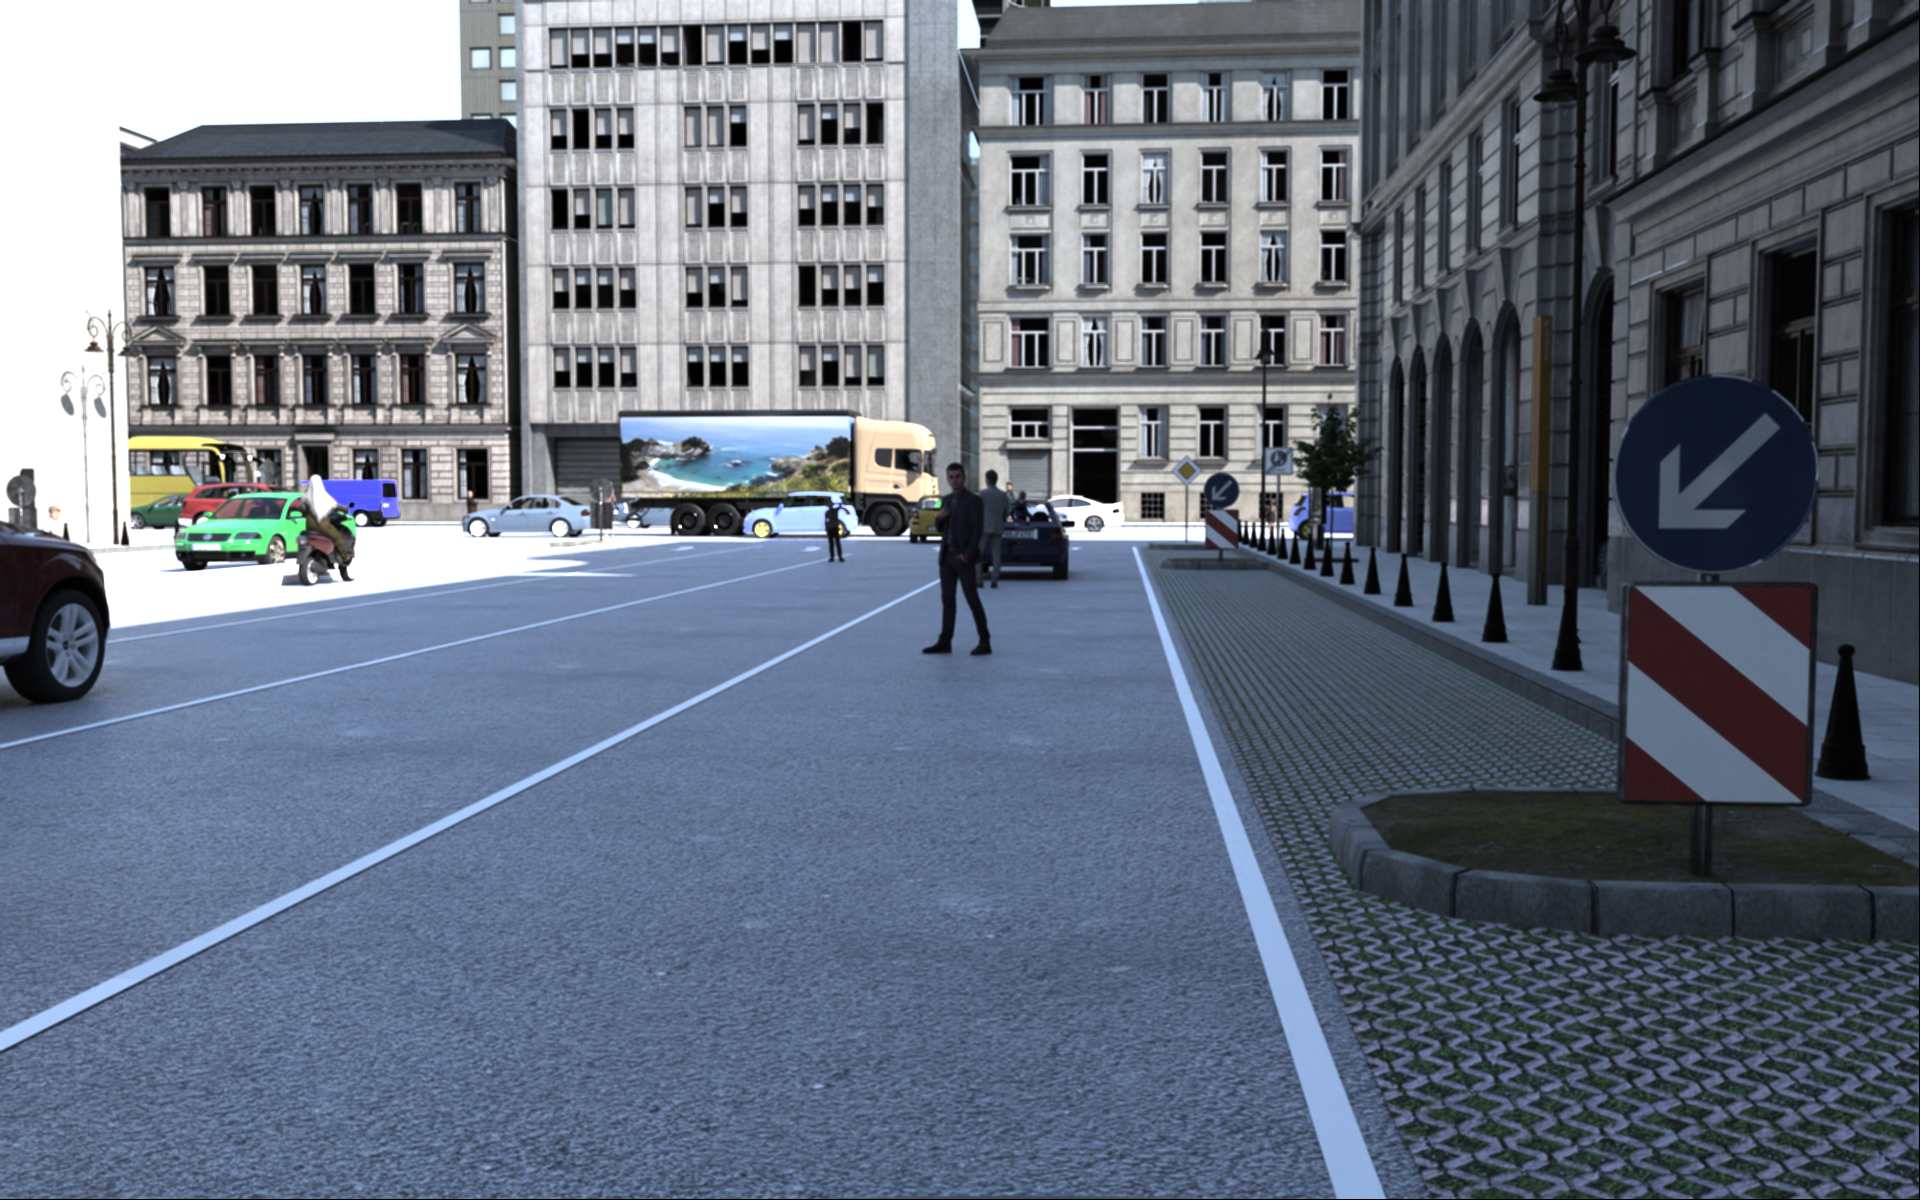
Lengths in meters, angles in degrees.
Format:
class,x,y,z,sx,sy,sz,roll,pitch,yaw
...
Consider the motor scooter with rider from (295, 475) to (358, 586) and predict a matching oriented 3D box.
class,x,y,z,sx,sy,sz,roll,pitch,yaw
motor scooter with rider,-10.062,-1.139,27.594,0.876,1.779,1.986,0,4,5

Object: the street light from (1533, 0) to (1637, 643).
class,x,y,z,sx,sy,sz,roll,pitch,yaw
street light,5.271,-2.569,14.789,0.468,5.910,1.993,0,4,5

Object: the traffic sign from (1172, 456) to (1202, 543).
class,x,y,z,sx,sy,sz,roll,pitch,yaw
traffic sign,5.923,-2.546,45.268,0.795,2.450,0.064,0,4,5

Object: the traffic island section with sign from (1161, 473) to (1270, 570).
class,x,y,z,sx,sy,sz,roll,pitch,yaw
traffic island section with sign,4.883,-1.513,33.363,1.989,1.847,2.006,0,4,5

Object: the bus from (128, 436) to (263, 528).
class,x,y,z,sx,sy,sz,roll,pitch,yaw
bus,-36.436,-5.070,74.443,12.252,3.916,2.896,0,4,3

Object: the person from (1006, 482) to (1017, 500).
class,x,y,z,sx,sy,sz,roll,pitch,yaw
person,1.639,-2.928,56.360,0.713,1.824,0.794,-1,4,-19

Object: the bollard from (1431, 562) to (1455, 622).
class,x,y,z,sx,sy,sz,roll,pitch,yaw
bollard,4.875,-0.087,17.456,0.229,0.601,0.229,0,3,0

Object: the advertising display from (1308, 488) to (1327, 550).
class,x,y,z,sx,sy,sz,roll,pitch,yaw
advertising display,8.233,-2.121,39.886,0.123,1.923,0.974,0,4,-6

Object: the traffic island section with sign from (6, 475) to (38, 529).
class,x,y,z,sx,sy,sz,roll,pitch,yaw
traffic island section with sign,-19.722,-1.658,35.735,1.989,1.847,2.006,0,4,5

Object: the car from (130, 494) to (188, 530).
class,x,y,z,sx,sy,sz,roll,pitch,yaw
car,-31.627,-3.583,70.375,4.920,1.459,2.131,0,4,5

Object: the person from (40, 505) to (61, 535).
class,x,y,z,sx,sy,sz,roll,pitch,yaw
person,-14.424,-0.874,27.471,0.352,1.250,0.332,-1,4,-16

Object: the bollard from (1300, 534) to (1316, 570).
class,x,y,z,sx,sy,sz,roll,pitch,yaw
bollard,5.951,-0.820,29.456,0.229,0.601,0.229,0,3,0

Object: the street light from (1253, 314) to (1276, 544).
class,x,y,z,sx,sy,sz,roll,pitch,yaw
street light,7.823,-4.391,44.584,0.468,5.910,1.993,0,4,5

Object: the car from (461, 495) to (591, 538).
class,x,y,z,sx,sy,sz,roll,pitch,yaw
car,-14.329,-2.797,57.733,4.499,1.417,2.014,0,4,3

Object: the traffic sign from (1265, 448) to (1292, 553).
class,x,y,z,sx,sy,sz,roll,pitch,yaw
traffic sign,6.969,-2.189,37.917,0.606,2.300,0.079,1,4,11

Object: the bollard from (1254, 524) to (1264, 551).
class,x,y,z,sx,sy,sz,roll,pitch,yaw
bollard,6.811,-1.407,39.046,0.229,0.601,0.229,0,3,0

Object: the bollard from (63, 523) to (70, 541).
class,x,y,z,sx,sy,sz,roll,pitch,yaw
bollard,-21.035,-1.511,40.751,0.229,0.601,0.229,0,3,0

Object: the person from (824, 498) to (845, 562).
class,x,y,z,sx,sy,sz,roll,pitch,yaw
person,-2.668,-1.491,36.785,0.435,1.345,0.340,0,4,-5

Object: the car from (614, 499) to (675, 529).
class,x,y,z,sx,sy,sz,roll,pitch,yaw
car,-12.183,-3.697,72.441,4.499,1.417,2.014,0,4,6

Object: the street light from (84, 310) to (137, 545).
class,x,y,z,sx,sy,sz,roll,pitch,yaw
street light,-21.322,-4.331,43.592,0.468,5.910,1.993,0,4,5

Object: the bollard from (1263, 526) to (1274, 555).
class,x,y,z,sx,sy,sz,roll,pitch,yaw
bollard,6.599,-1.260,36.645,0.229,0.601,0.229,0,3,0

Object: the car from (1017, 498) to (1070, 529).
class,x,y,z,sx,sy,sz,roll,pitch,yaw
car,1.732,-3.095,62.608,4.499,1.417,2.014,0,4,6

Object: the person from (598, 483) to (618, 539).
class,x,y,z,sx,sy,sz,roll,pitch,yaw
person,-11.195,-2.849,55.060,0.573,1.828,0.580,1,4,9

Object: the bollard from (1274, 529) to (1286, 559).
class,x,y,z,sx,sy,sz,roll,pitch,yaw
bollard,6.382,-1.113,34.245,0.229,0.601,0.229,0,3,0

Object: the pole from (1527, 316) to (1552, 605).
class,x,y,z,sx,sy,sz,roll,pitch,yaw
pole,6.687,-1.598,19.966,0.158,3.312,0.155,0,3,0

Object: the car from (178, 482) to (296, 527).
class,x,y,z,sx,sy,sz,roll,pitch,yaw
car,-23.059,-2.977,57.346,5.304,1.827,2.281,0,4,5

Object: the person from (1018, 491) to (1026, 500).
class,x,y,z,sx,sy,sz,roll,pitch,yaw
person,1.476,-1.742,39.683,0.600,1.496,0.574,-1,4,-9

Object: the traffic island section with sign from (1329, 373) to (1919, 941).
class,x,y,z,sx,sy,sz,roll,pitch,yaw
traffic island section with sign,2.460,0.129,6.517,1.989,1.847,2.006,0,4,5

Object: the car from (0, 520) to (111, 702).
class,x,y,z,sx,sy,sz,roll,pitch,yaw
car,-7.317,-0.109,10.449,2.281,1.827,5.304,0,4,7

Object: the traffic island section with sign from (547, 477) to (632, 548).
class,x,y,z,sx,sy,sz,roll,pitch,yaw
traffic island section with sign,-9.922,-2.377,47.005,2.006,1.907,1.989,0,4,5

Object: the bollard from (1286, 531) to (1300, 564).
class,x,y,z,sx,sy,sz,roll,pitch,yaw
bollard,6.164,-0.967,31.850,0.229,0.601,0.229,0,3,0

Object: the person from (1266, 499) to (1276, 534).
class,x,y,z,sx,sy,sz,roll,pitch,yaw
person,11.229,-3.020,62.549,0.362,1.253,0.373,1,4,15

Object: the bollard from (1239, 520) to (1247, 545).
class,x,y,z,sx,sy,sz,roll,pitch,yaw
bollard,7.241,-1.700,43.835,0.229,0.601,0.229,0,3,0

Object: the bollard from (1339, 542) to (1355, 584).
class,x,y,z,sx,sy,sz,roll,pitch,yaw
bollard,5.519,-0.528,24.666,0.229,0.601,0.229,0,3,0

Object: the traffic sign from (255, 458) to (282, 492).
class,x,y,z,sx,sy,sz,roll,pitch,yaw
traffic sign,-18.970,-2.684,47.519,0.795,2.450,0.064,0,4,5

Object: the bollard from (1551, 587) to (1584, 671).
class,x,y,z,sx,sy,sz,roll,pitch,yaw
bollard,4.438,0.208,12.640,0.229,0.601,0.229,0,3,0

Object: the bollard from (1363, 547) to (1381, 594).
class,x,y,z,sx,sy,sz,roll,pitch,yaw
bollard,5.303,-0.380,22.256,0.229,0.601,0.229,0,3,0

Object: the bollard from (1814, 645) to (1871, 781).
class,x,y,z,sx,sy,sz,roll,pitch,yaw
bollard,4.005,0.501,7.844,0.229,0.601,0.229,0,3,0

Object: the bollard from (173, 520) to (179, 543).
class,x,y,z,sx,sy,sz,roll,pitch,yaw
bollard,-20.603,-1.806,45.576,0.229,0.601,0.229,0,3,0

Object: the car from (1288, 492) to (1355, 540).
class,x,y,z,sx,sy,sz,roll,pitch,yaw
car,12.223,-2.747,54.498,3.694,1.707,1.945,0,4,5

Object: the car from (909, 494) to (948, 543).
class,x,y,z,sx,sy,sz,roll,pitch,yaw
car,-0.502,-2.551,51.929,2.015,1.641,3.980,0,4,5

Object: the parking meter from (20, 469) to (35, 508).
class,x,y,z,sx,sy,sz,roll,pitch,yaw
parking meter,-21.413,-2.085,39.795,0.255,1.863,0.399,-2,4,-35

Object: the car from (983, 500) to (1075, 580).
class,x,y,z,sx,sy,sz,roll,pitch,yaw
car,1.048,-1.091,30.413,1.945,1.354,3.894,0,4,4

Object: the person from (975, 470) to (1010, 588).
class,x,y,z,sx,sy,sz,roll,pitch,yaw
person,0.430,-1.093,26.564,0.606,1.804,0.583,-2,4,-29

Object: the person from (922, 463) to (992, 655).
class,x,y,z,sx,sy,sz,roll,pitch,yaw
person,-0.020,-0.373,15.520,0.530,1.710,0.541,-2,4,-34

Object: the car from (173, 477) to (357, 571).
class,x,y,z,sx,sy,sz,roll,pitch,yaw
car,-13.377,-1.513,33.533,1.959,1.807,4.718,0,4,6

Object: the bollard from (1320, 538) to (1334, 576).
class,x,y,z,sx,sy,sz,roll,pitch,yaw
bollard,5.738,-0.674,27.061,0.229,0.601,0.229,0,3,0

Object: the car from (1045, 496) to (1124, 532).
class,x,y,z,sx,sy,sz,roll,pitch,yaw
car,3.797,-3.271,65.843,4.827,1.381,2.083,0,4,6

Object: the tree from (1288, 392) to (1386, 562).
class,x,y,z,sx,sy,sz,roll,pitch,yaw
tree,7.041,-2.350,33.025,1.663,3.219,1.824,0,3,0

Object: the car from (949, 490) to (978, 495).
class,x,y,z,sx,sy,sz,roll,pitch,yaw
car,0.772,-3.808,71.052,4.718,1.807,1.959,0,4,3

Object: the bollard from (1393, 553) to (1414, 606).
class,x,y,z,sx,sy,sz,roll,pitch,yaw
bollard,5.087,-0.233,19.851,0.229,0.601,0.229,0,3,0

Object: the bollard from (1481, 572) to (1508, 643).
class,x,y,z,sx,sy,sz,roll,pitch,yaw
bollard,4.651,0.061,15.046,0.229,0.601,0.229,0,3,0

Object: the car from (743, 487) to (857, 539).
class,x,y,z,sx,sy,sz,roll,pitch,yaw
car,-5.202,-2.858,56.324,3.694,1.707,1.945,0,4,4

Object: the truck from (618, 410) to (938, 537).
class,x,y,z,sx,sy,sz,roll,pitch,yaw
truck,-5.760,-4.279,58.872,11.283,4.237,2.839,0,4,6

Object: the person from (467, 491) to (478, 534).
class,x,y,z,sx,sy,sz,roll,pitch,yaw
person,-17.352,-3.112,61.659,0.388,1.546,0.482,0,4,-8

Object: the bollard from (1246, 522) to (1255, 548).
class,x,y,z,sx,sy,sz,roll,pitch,yaw
bollard,7.030,-1.553,41.440,0.229,0.601,0.229,0,3,0

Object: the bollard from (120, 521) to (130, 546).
class,x,y,z,sx,sy,sz,roll,pitch,yaw
bollard,-20.816,-1.659,43.170,0.229,0.601,0.229,0,3,0
